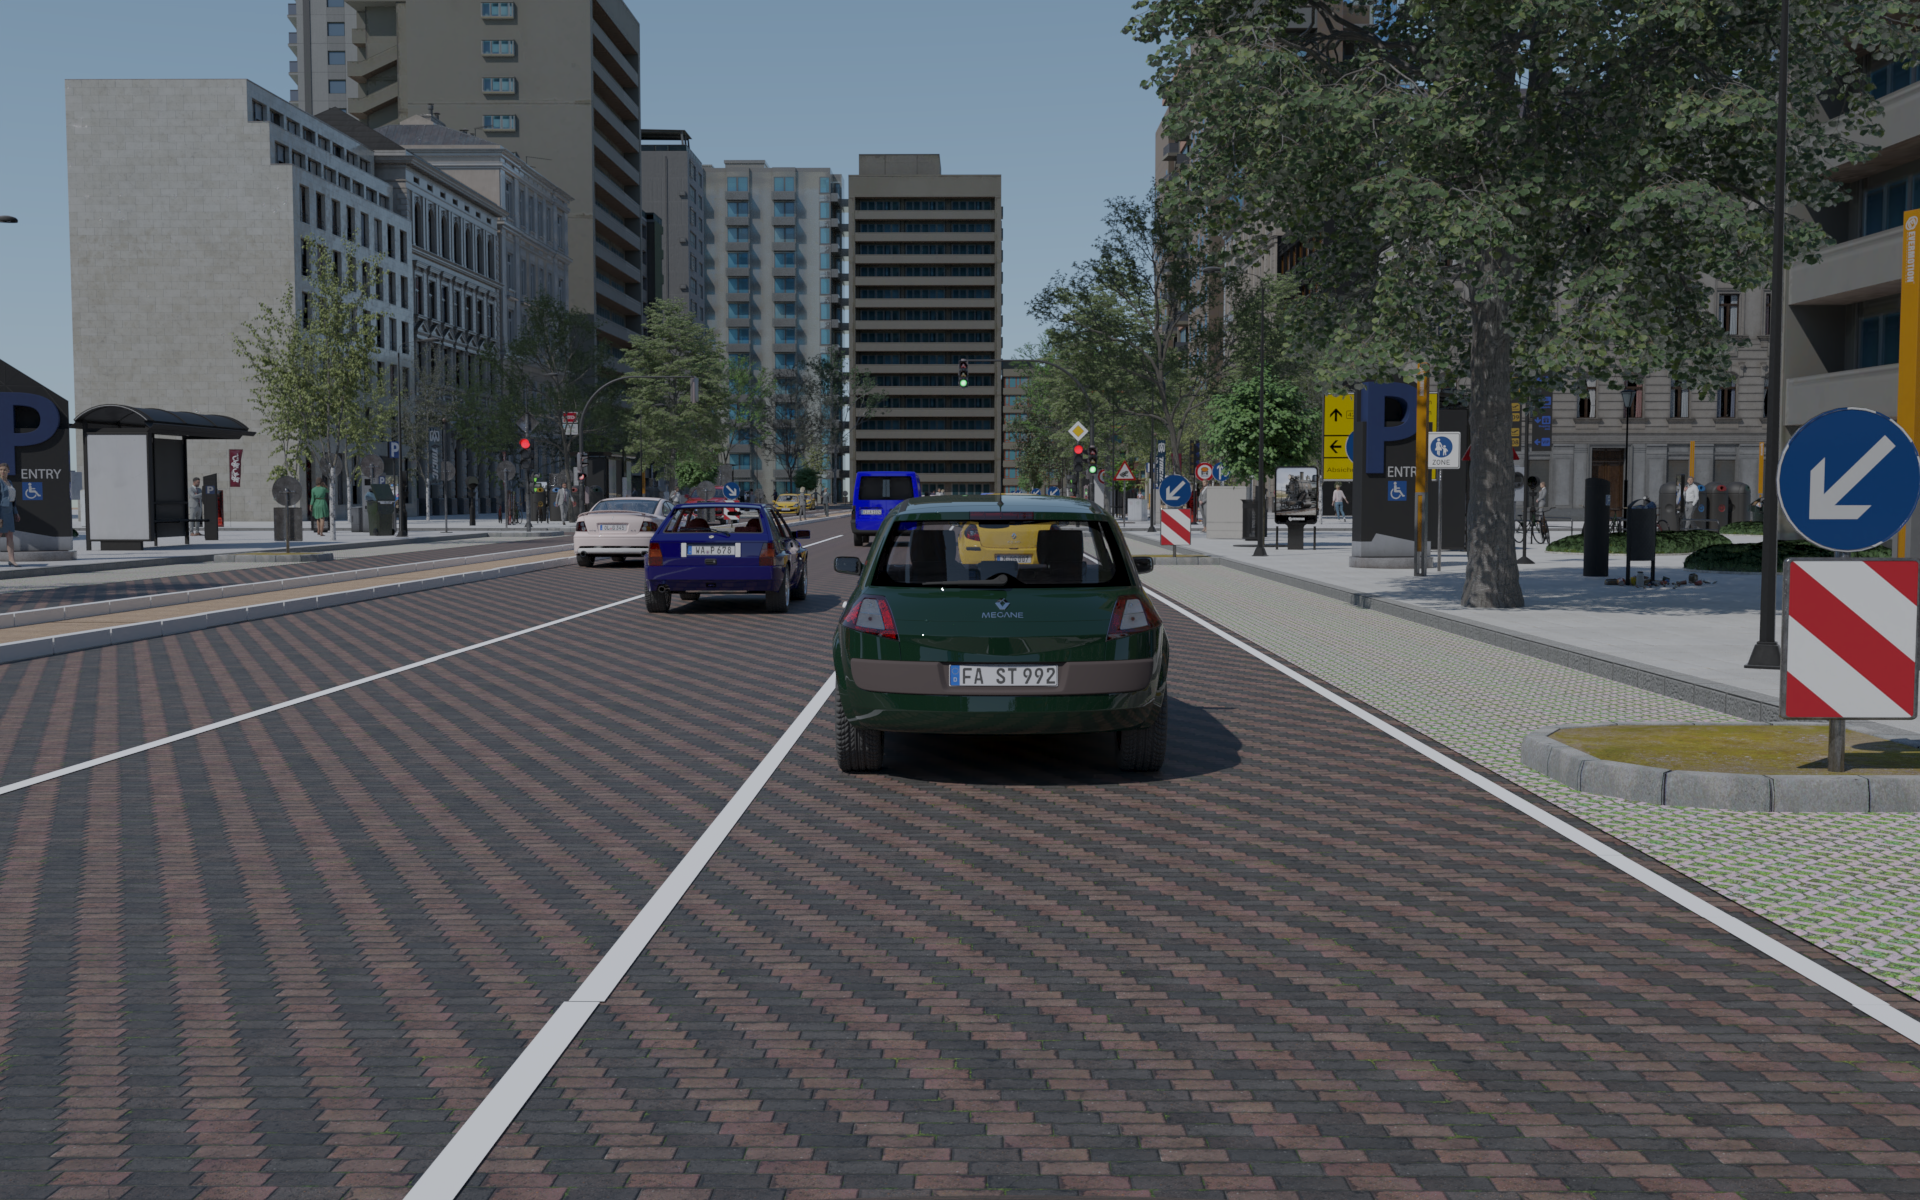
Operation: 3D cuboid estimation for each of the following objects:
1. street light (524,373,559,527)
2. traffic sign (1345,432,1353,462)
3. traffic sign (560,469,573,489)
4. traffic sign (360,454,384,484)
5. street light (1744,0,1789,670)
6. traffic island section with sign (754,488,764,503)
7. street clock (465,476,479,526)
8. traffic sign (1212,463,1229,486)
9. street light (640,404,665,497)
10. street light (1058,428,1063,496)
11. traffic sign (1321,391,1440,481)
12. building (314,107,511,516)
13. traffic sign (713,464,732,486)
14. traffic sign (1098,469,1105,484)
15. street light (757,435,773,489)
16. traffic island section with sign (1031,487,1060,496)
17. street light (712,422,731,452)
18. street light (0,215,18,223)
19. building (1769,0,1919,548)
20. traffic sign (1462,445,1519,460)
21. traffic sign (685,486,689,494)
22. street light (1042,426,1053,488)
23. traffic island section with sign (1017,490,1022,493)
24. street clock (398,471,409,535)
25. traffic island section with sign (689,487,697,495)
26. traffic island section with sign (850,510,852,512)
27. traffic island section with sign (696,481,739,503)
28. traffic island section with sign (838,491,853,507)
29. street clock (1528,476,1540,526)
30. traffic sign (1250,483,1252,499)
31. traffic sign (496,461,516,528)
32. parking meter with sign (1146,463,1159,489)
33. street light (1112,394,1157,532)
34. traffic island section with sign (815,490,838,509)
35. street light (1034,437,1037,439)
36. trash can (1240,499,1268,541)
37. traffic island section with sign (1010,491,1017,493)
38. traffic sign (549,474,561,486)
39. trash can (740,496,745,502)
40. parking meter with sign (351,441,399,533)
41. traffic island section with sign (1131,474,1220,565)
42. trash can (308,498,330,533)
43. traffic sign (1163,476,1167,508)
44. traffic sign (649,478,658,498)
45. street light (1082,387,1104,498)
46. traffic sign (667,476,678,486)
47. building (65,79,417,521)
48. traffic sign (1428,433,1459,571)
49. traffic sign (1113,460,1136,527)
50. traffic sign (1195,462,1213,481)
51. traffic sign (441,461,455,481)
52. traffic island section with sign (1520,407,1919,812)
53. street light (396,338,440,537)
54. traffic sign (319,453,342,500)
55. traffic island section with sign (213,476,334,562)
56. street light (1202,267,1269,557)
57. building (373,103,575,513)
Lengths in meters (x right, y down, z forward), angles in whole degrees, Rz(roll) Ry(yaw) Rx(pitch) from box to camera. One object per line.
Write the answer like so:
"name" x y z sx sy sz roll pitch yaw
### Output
"street light" -16.094 -5.753 66.600 1.470 5.913 1.316 0 4 1
"traffic sign" 7.654 -1.995 32.719 0.768 2.556 0.104 0 4 6
"traffic sign" -19.810 -5.324 87.153 0.768 2.556 0.104 0 4 8
"traffic sign" -18.717 -3.367 55.151 0.768 2.556 0.104 0 4 1
"street light" 5.419 -2.452 12.632 1.470 5.913 1.316 0 4 1
"traffic island section with sign" -13.733 -6.717 118.457 1.989 1.847 2.006 0 4 1
"street clock" -19.748 -4.009 70.120 0.471 2.002 0.358 -3 5 -45
"traffic sign" 10.428 -4.220 69.101 0.768 2.556 0.104 0 4 5
"street light" -15.879 -7.135 89.206 1.470 5.913 1.316 0 4 1
"street light" 6.333 -7.577 96.430 1.470 5.913 1.316 0 4 1
"traffic sign" 8.343 -2.482 34.460 2.265 3.308 0.079 1 4 8
"building" -35.758 -16.997 106.780 11.050 23.489 19.941 0 4 1
"traffic sign" -16.764 -7.642 118.827 2.265 3.308 0.079 0 4 1
"traffic sign" 7.370 -5.372 87.934 0.768 2.556 0.104 0 4 8
"street light" -15.307 -9.949 135.203 1.470 5.913 1.316 0 4 1
"traffic island section with sign" 4.809 -5.067 91.470 1.989 1.847 2.006 0 4 1
"street light" -15.540 -8.556 112.437 1.470 5.913 1.316 0 4 1
"street light" -16.400 -3.455 29.023 1.470 5.913 1.316 0 4 1
"building" 31.197 -24.999 32.430 21.300 48.544 21.600 0 4 1
"traffic sign" 8.364 -1.673 27.353 0.884 2.594 0.081 0 4 6
"traffic sign" -20.757 -7.973 132.489 0.606 2.300 0.079 0 4 7
"street light" 6.504 -8.960 119.036 1.470 5.913 1.316 0 4 1
"traffic island section with sign" 5.099 -6.742 118.851 1.989 1.847 2.006 0 4 1
"street clock" -17.356 -3.026 54.050 0.358 2.002 0.471 -1 4 -10
"traffic island section with sign" -14.005 -5.069 91.503 1.989 1.847 2.006 0 4 1
"traffic island section with sign" -7.902 -8.160 141.558 2.006 1.907 1.989 0 4 1
"traffic island section with sign" -8.752 -3.112 59.017 2.006 1.907 1.989 0 4 1
"traffic island section with sign" -12.934 -11.452 195.875 1.989 1.847 2.006 0 4 1
"street clock" 22.789 -3.933 68.881 0.358 2.002 0.471 -3 5 -44
"traffic sign" 9.457 -3.438 56.322 0.768 2.556 0.104 0 4 8
"traffic sign" -17.234 -4.014 65.740 0.768 2.556 0.104 0 4 8
"parking meter with sign" 10.709 -6.069 95.486 0.543 3.016 1.738 0 4 -7
"street light" 5.921 -5.237 58.168 1.470 5.913 1.316 0 4 1
"traffic island section with sign" -13.212 -9.804 168.921 1.989 1.847 2.006 0 4 1
"street light" 6.750 -10.343 141.641 1.470 5.913 1.316 0 4 1
"trash can" 8.036 -2.187 47.418 0.748 1.137 0.748 0 3 0
"traffic island section with sign" 5.891 -11.434 195.575 1.989 1.847 2.006 0 4 1
"traffic sign" -20.178 -5.150 86.334 0.606 2.300 0.079 0 4 8
"trash can" -17.072 -7.660 136.889 0.748 1.137 0.748 0 3 0
"parking meter with sign" -19.515 -3.757 57.693 1.738 3.016 0.543 1 4 20
"traffic island section with sign" 4.235 -1.652 35.637 1.989 1.847 2.006 0 4 1
"trash can" -21.285 -2.812 57.632 0.748 1.137 0.748 0 3 0
"traffic sign" 11.343 -5.783 96.689 0.606 2.300 0.079 0 4 8
"traffic sign" -19.643 -6.665 111.103 0.606 2.300 0.079 1 4 8
"street light" 5.999 -6.195 73.826 1.470 5.913 1.316 0 4 1
"traffic sign" -18.878 -6.951 113.752 0.768 2.556 0.104 0 4 3
"building" -35.831 -14.297 88.510 10.420 20.320 16.860 0 4 1
"traffic sign" 7.948 -1.623 28.669 0.606 2.300 0.079 0 4 7
"traffic sign" 6.336 -4.080 66.711 0.884 2.594 0.081 0 4 1
"traffic sign" 9.798 -4.239 69.414 0.768 2.556 0.104 0 4 7
"traffic sign" -19.789 -4.069 66.638 0.768 2.556 0.104 0 4 6
"traffic island section with sign" 3.958 -0.003 8.683 1.989 1.847 2.006 0 4 1
"street light" -16.151 -4.837 51.628 1.470 5.913 1.316 0 4 1
"traffic sign" -19.419 -3.262 53.447 0.768 2.556 0.104 1 4 10
"traffic island section with sign" -14.563 -1.736 37.017 1.989 1.847 2.006 0 4 1
"street light" 5.650 -3.855 35.563 1.470 5.913 1.316 0 4 1
"building" -37.034 -20.855 126.881 13.634 28.700 20.117 0 4 1
